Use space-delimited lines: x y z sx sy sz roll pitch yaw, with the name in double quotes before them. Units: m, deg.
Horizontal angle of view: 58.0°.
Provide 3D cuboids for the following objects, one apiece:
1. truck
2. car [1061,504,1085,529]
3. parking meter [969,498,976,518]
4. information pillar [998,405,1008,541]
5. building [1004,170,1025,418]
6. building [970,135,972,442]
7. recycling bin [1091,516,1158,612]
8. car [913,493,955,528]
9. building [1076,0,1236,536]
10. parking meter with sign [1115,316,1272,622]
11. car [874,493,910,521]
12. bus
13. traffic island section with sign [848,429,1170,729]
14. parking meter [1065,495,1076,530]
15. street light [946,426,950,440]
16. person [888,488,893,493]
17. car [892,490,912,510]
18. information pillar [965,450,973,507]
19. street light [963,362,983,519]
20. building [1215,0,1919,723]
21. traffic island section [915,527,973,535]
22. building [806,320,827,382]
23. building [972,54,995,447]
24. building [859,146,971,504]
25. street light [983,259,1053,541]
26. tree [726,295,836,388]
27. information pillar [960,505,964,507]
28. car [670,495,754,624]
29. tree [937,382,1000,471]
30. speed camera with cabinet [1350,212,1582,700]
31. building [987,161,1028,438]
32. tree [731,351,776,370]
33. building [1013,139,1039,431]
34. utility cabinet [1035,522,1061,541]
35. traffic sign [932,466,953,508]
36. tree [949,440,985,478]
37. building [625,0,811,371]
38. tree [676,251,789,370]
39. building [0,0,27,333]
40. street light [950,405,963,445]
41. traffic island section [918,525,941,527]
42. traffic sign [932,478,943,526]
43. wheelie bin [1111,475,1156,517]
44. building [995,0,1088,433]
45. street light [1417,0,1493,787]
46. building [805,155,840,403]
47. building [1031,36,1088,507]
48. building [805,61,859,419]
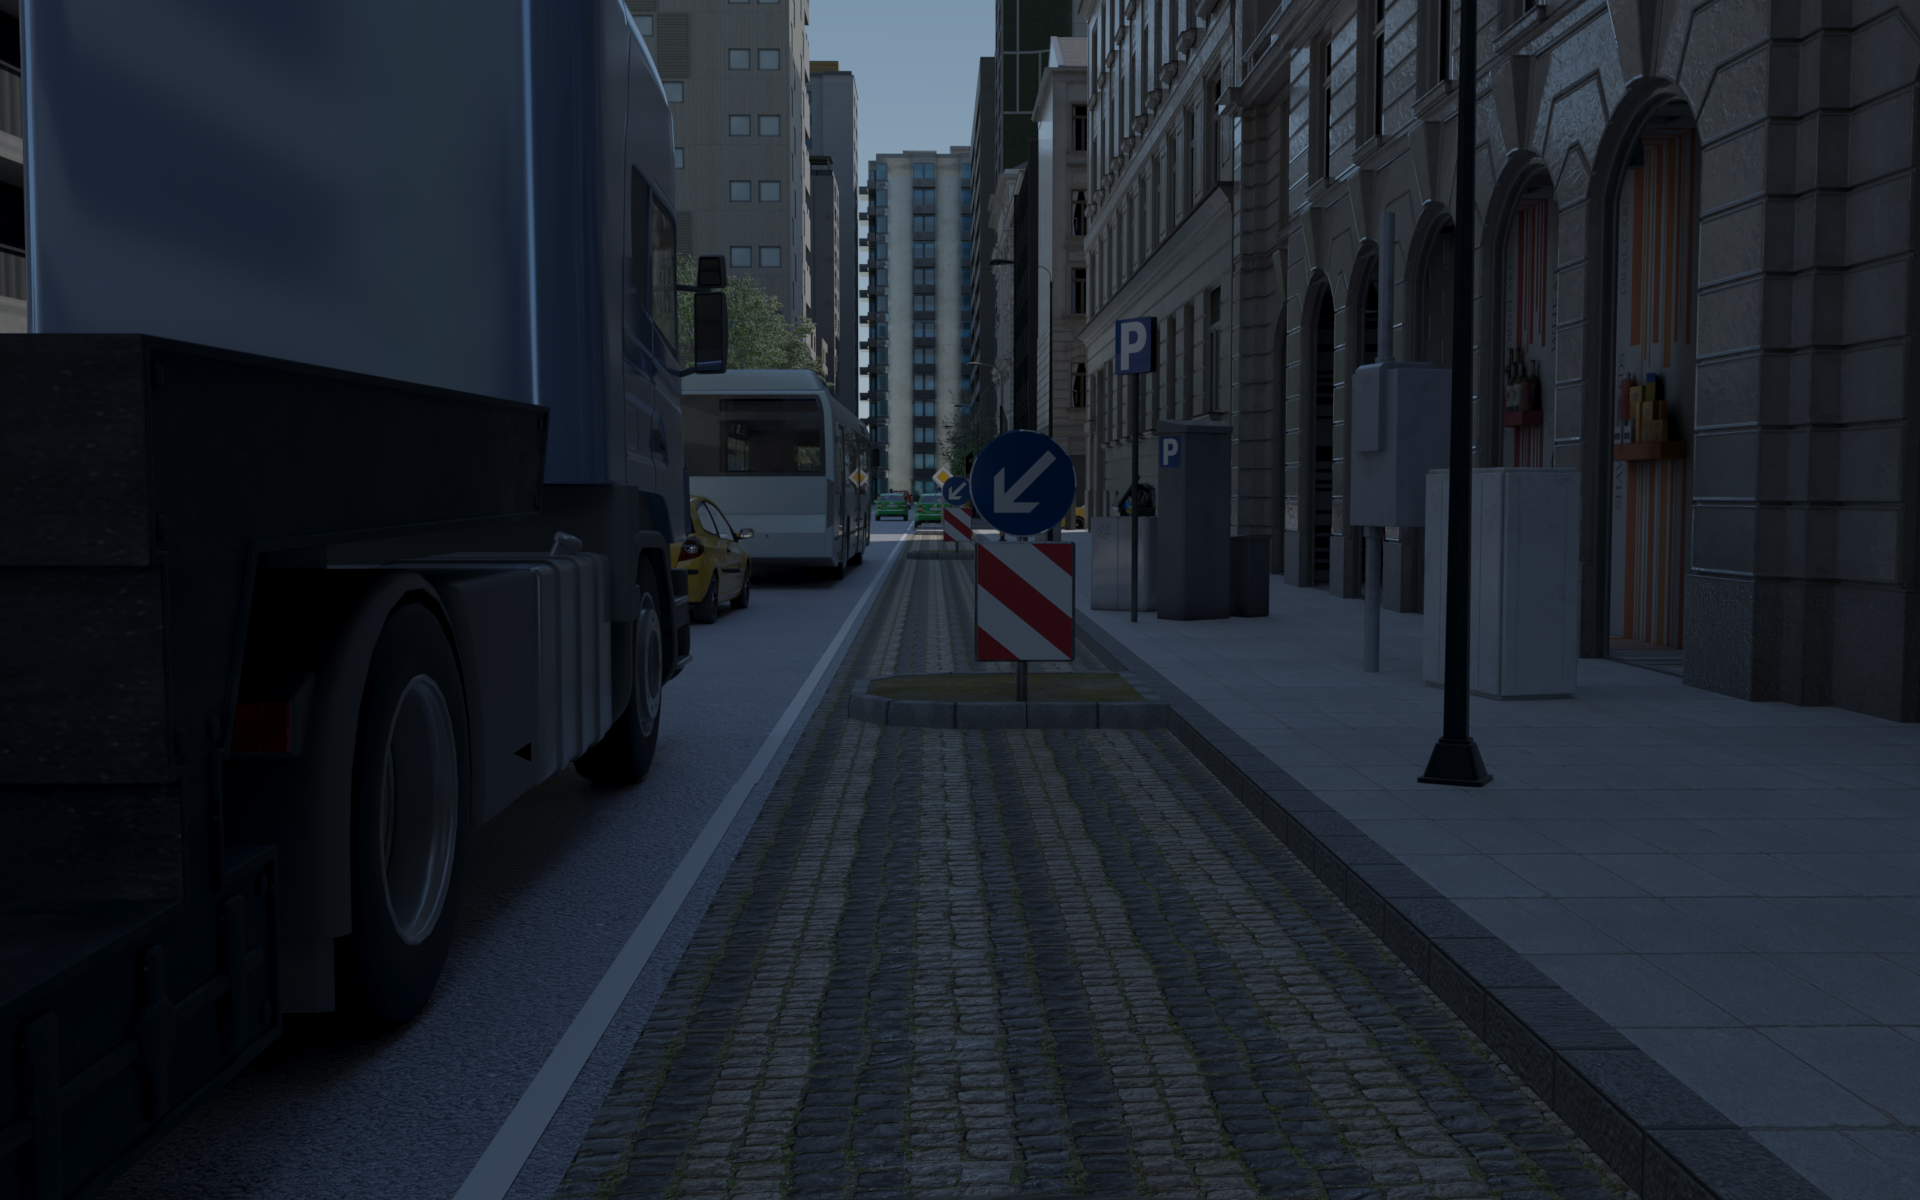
"truck" -2.574 -0.718 1.491 2.967 4.110 18.799 0 4 -1
"car" 5.524 -3.365 65.245 3.980 1.641 2.015 0 4 -1
"parking meter" 0.660 -5.083 91.514 0.372 1.533 0.369 0 3 0
"information pillar" 1.157 -3.347 46.073 0.183 3.616 0.504 1 4 19
"building" 8.787 -17.267 111.198 11.050 23.489 19.941 0 4 -1
"building" 12.144 -35.678 207.033 21.300 48.544 21.600 0 4 -1
"recycling bin" 1.922 -0.410 19.253 0.722 1.027 0.722 2 4 32
"car" -1.031 -3.978 73.841 1.959 1.807 4.718 0 4 -1
"building" 11.739 -12.899 44.175 16.112 22.955 30.059 0 4 -1
"parking meter with sign" 2.426 -1.312 17.715 1.738 3.016 0.543 -2 4 -34
"car" -3.696 -5.202 93.843 1.959 1.807 4.718 0 4 -2
"bus" -3.179 -2.284 32.203 2.948 3.499 13.247 0 4 0
"traffic island section with sign" 0.271 -0.171 11.426 1.989 1.847 2.006 0 4 -1
"parking meter" 3.910 -3.408 61.436 0.255 1.863 0.399 2 4 35
"street light" -0.229 -8.873 117.621 1.470 5.913 1.316 0 4 -1
"person" -4.503 -6.250 110.950 0.793 1.790 0.793 0 4 8
"car" -5.569 -9.350 161.545 2.281 1.827 5.304 0 4 -2
"information pillar" 0.482 -6.199 92.701 0.504 3.616 0.183 -2 4 -32
"street light" 0.946 -5.425 61.236 1.470 5.913 1.316 0 4 -1
"building" 10.625 -10.726 17.177 13.314 21.916 24.055 0 4 -1
"traffic island section" -0.568 -2.391 61.372 2.009 0.180 2.903 0 4 -1
"building" -28.937 -20.873 186.310 27.650 21.520 28.899 0 4 -1
"building" 12.491 -34.350 185.317 21.300 48.544 21.600 0 4 -1
"building" 1.407 -38.000 240.909 30.456 49.044 23.786 0 4 -1
"street light" 1.258 -3.780 34.347 1.470 5.913 1.316 0 4 -1
"tree" -11.034 -11.085 99.374 7.486 12.596 7.792 0 3 0
"information pillar" 0.139 -7.329 124.315 0.304 2.012 0.304 0 4 6
"car" -3.524 -0.631 20.546 2.015 1.641 3.980 0 4 1
"tree" 0.840 -9.874 111.804 4.360 8.622 3.978 0 3 0
"speed camera with cabinet" 3.360 -1.060 11.663 0.660 3.252 2.038 -1 4 -15
"building" 9.399 -21.124 132.764 14.401 28.519 23.554 0 4 -1
"tree" -10.658 -8.529 89.808 4.737 8.622 4.395 0 3 0
"building" 9.394 -16.099 92.889 12.332 23.373 15.834 0 4 -1
"utility cabinet" 2.301 -2.217 44.931 0.318 1.500 1.173 2 4 24
"traffic sign" -0.591 -3.526 61.295 0.795 2.450 0.064 0 4 -1
"tree" 0.869 -7.437 105.306 4.285 4.588 4.351 0 3 0
"building" -27.730 -34.719 156.886 28.713 52.752 27.495 0 4 -1
"tree" -11.149 -9.155 75.439 9.928 11.665 9.643 0 3 0
"building" -22.072 -35.753 22.807 20.563 71.187 20.611 0 4 -1
"street light" 0.369 -7.199 90.250 1.470 5.913 1.316 0 4 -1
"traffic island section" -0.701 -2.879 69.356 2.009 0.180 2.903 0 4 -1
"traffic sign" -0.725 -4.014 69.278 0.795 2.450 0.064 0 4 -1
"wheelie bin" 2.881 -1.264 28.581 0.693 1.594 0.980 0 4 -4
"building" 11.680 -44.360 163.543 20.563 71.187 20.611 0 4 -1
"street light" 1.675 -2.142 7.568 1.470 5.913 1.316 0 4 -1
"building" -21.785 -32.243 210.769 14.086 41.232 14.154 0 4 -1
"building" 12.499 -13.844 75.506 18.267 20.994 9.793 0 4 -1
"building" -28.168 -42.624 238.908 28.212 58.520 21.231 0 4 -1
